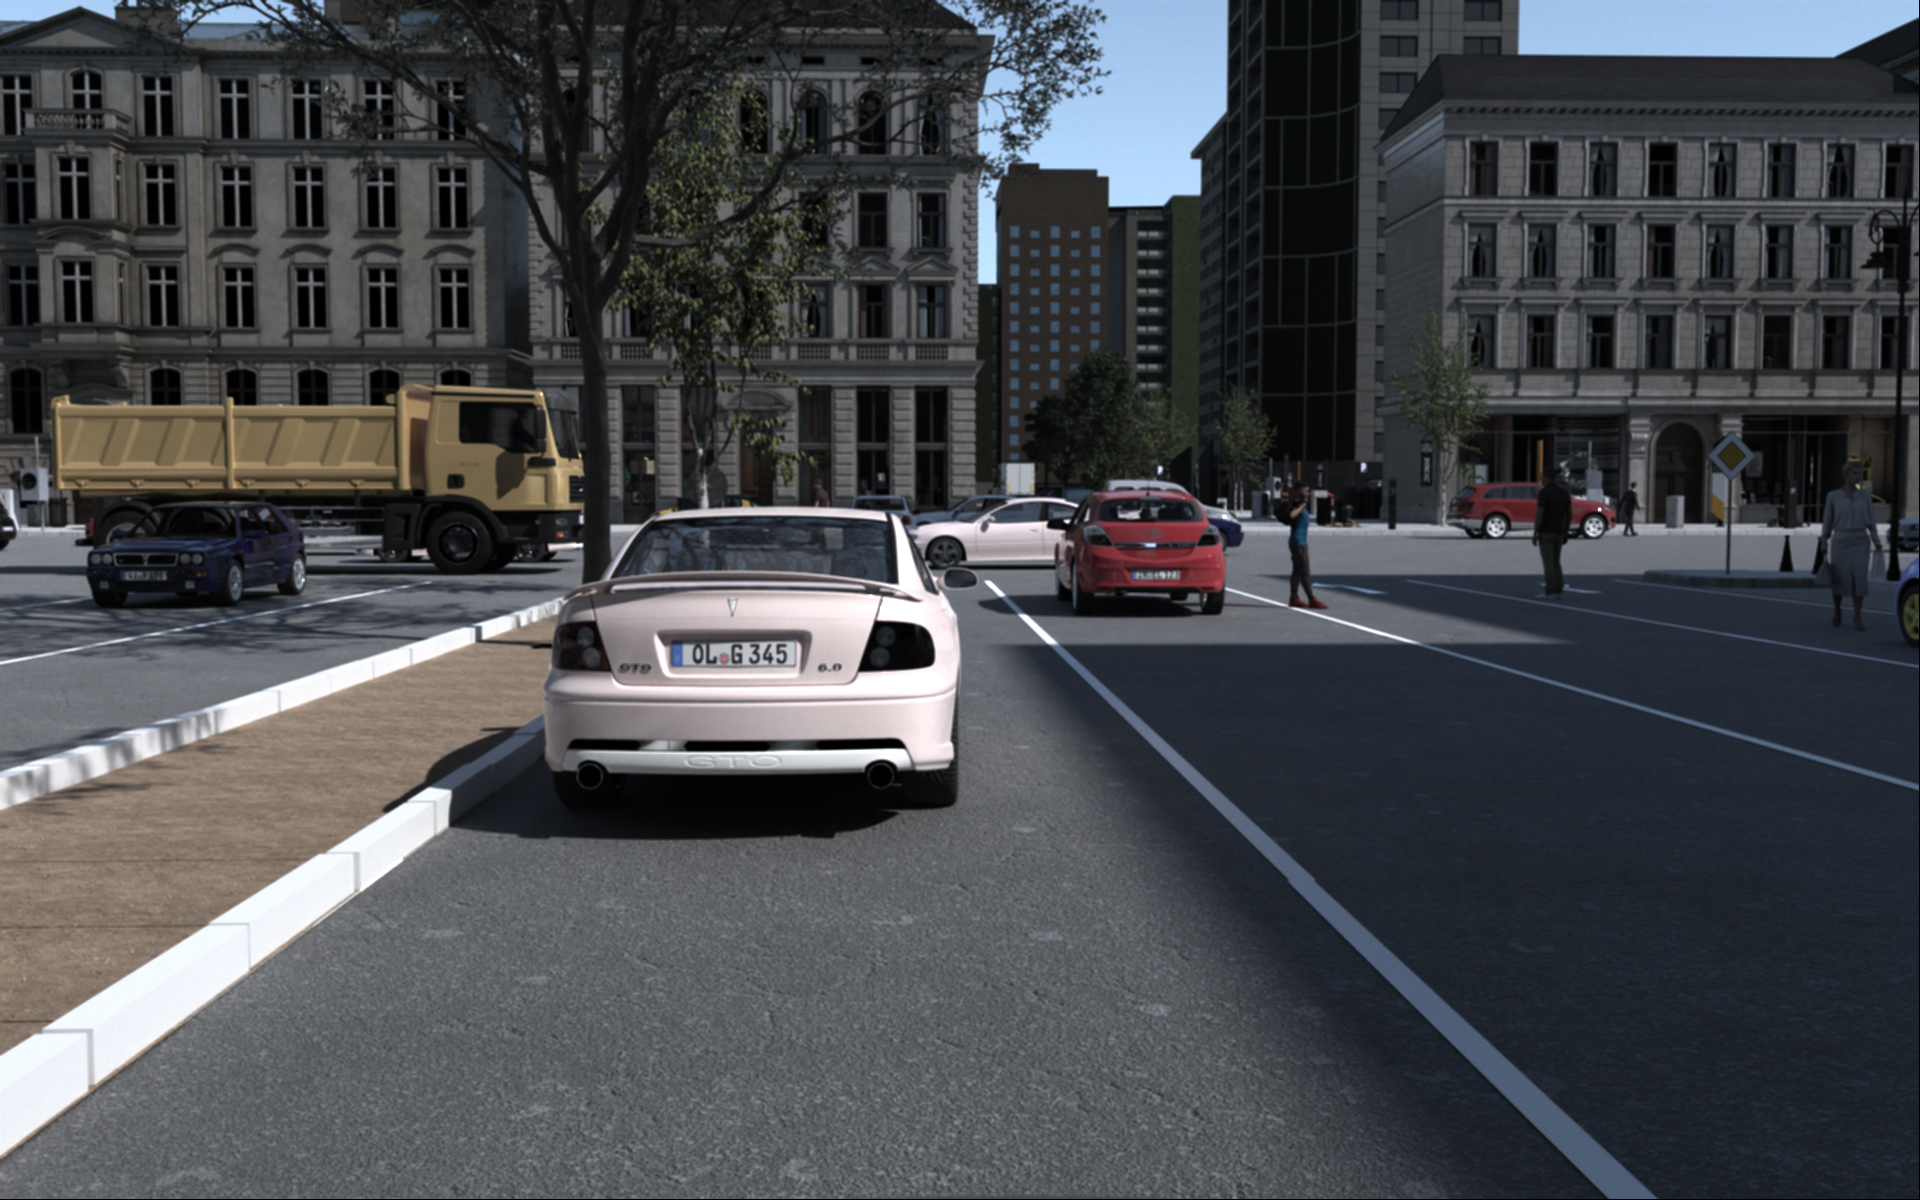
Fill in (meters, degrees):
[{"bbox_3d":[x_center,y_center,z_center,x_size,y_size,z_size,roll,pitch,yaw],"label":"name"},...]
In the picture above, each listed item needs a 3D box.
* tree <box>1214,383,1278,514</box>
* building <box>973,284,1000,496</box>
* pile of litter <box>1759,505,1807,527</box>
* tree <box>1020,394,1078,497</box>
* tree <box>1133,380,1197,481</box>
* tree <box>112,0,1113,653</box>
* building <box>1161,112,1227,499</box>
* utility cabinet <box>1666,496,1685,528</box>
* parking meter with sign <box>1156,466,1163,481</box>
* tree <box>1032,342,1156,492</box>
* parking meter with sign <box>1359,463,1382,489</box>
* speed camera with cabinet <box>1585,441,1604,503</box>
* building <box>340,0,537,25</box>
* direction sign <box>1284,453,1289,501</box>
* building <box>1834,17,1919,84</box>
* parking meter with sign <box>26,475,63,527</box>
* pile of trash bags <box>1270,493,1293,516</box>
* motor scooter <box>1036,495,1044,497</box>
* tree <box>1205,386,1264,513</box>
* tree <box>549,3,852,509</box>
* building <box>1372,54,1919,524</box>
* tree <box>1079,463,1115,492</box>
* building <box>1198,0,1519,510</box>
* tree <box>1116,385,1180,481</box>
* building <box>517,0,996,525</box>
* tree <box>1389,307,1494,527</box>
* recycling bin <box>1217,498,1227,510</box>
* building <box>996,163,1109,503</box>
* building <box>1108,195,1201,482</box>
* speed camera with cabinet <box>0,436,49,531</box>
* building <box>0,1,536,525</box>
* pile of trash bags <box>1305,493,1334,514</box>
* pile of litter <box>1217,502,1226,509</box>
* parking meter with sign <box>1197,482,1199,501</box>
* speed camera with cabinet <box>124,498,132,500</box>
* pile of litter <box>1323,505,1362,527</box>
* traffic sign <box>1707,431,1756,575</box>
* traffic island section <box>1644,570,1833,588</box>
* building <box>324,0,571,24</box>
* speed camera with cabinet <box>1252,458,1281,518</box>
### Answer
[{"bbox_3d":[18.500,-9.959,113.185,4.737,8.622,4.395,0,3,0],"label":"tree"},{"bbox_3d":[-1.782,-28.512,237.870,14.107,30.474,14.160,0,4,-2],"label":"building"},{"bbox_3d":[31.898,-3.259,67.244,1.719,0.858,1.176,2,4,35],"label":"pile of litter"},{"bbox_3d":[9.351,-16.205,187.009,6.751,12.117,7.091,0,3,0],"label":"tree"},{"bbox_3d":[12.906,-9.850,111.412,4.737,8.622,4.395,0,3,0],"label":"tree"},{"bbox_3d":[-3.308,-6.277,15.461,12.009,13.543,11.850,0,3,0],"label":"tree"},{"bbox_3d":[36.024,-28.902,164.426,32.217,40.220,23.993,0,4,-2],"label":"building"},{"bbox_3d":[26.906,-3.305,65.195,0.306,1.237,1.020,0,4,1],"label":"utility cabinet"},{"bbox_3d":[11.810,-6.833,107.987,0.543,3.016,1.738,-3,5,-43],"label":"parking meter with sign"},{"bbox_3d":[10.627,-13.080,130.873,9.611,12.733,9.660,0,3,0],"label":"tree"},{"bbox_3d":[22.837,-6.060,95.344,0.543,3.016,1.738,-3,5,-39],"label":"parking meter with sign"},{"bbox_3d":[23.509,-4.271,64.161,0.660,3.252,2.038,1,4,19],"label":"speed camera with cabinet"},{"bbox_3d":[-41.197,-30.152,143.104,14.600,45.320,14.200,0,4,-2],"label":"building"},{"bbox_3d":[18.266,-6.424,97.023,0.379,3.537,0.876,2,4,24],"label":"direction sign"},{"bbox_3d":[56.656,-15.154,81.054,30.059,22.955,16.112,0,4,-2],"label":"building"},{"bbox_3d":[-36.031,-4.405,68.283,0.543,3.016,1.738,1,4,11],"label":"parking meter with sign"},{"bbox_3d":[18.895,-5.615,101.558,1.912,1.369,3.447,0,4,4],"label":"pile of trash bags"},{"bbox_3d":[7.365,-8.954,159.168,0.815,1.314,1.986,0,4,-4],"label":"motor scooter"},{"bbox_3d":[18.780,-10.264,118.175,4.360,8.622,3.978,0,3,0],"label":"tree"},{"bbox_3d":[-3.576,-4.357,24.063,4.737,8.622,4.395,0,3,0],"label":"tree"},{"bbox_3d":[21.498,-13.855,77.436,40.483,20.767,10.553,0,4,-2],"label":"building"},{"bbox_3d":[11.221,-9.683,142.028,4.285,4.588,4.351,0,3,0],"label":"tree"},{"bbox_3d":[31.587,-42.957,140.597,20.563,71.187,20.611,0,4,-2],"label":"building"},{"bbox_3d":[12.617,-10.146,116.250,4.360,8.622,3.978,0,3,0],"label":"tree"},{"bbox_3d":[-8.710,-15.157,76.690,19.941,23.489,11.050,0,4,-2],"label":"building"},{"bbox_3d":[18.886,-7.167,67.536,4.737,8.622,4.395,0,3,0],"label":"tree"},{"bbox_3d":[16.120,-5.818,107.680,0.722,1.027,0.722,-1,4,-17],"label":"recycling bin"},{"bbox_3d":[12.379,-35.925,237.488,14.200,45.320,14.600,0,4,-2],"label":"building"},{"bbox_3d":[26.481,-33.968,238.974,14.086,41.232,14.154,0,4,-2],"label":"building"},{"bbox_3d":[-32.315,-3.970,59.247,2.038,3.252,0.660,0,4,5],"label":"speed camera with cabinet"},{"bbox_3d":[-36.199,-15.785,77.172,34.723,24.649,14.460,0,4,-2],"label":"building"},{"bbox_3d":[22.988,-6.236,111.711,3.447,1.369,1.912,-3,5,-43],"label":"pile of trash bags"},{"bbox_3d":[15.188,-5.355,101.521,1.176,0.858,1.719,-2,4,-34],"label":"pile of litter"},{"bbox_3d":[14.941,-6.738,106.435,1.738,3.016,0.543,-1,4,-11],"label":"parking meter with sign"},{"bbox_3d":[-33.100,-4.600,69.551,0.660,3.252,2.038,-2,4,-34],"label":"speed camera with cabinet"},{"bbox_3d":[15.021,-3.280,67.586,1.176,0.858,1.719,-3,5,-40],"label":"pile of litter"},{"bbox_3d":[12.240,-1.463,27.556,0.795,2.450,0.064,0,4,-2],"label":"traffic sign"},{"bbox_3d":[12.263,-0.327,27.634,2.009,0.180,2.903,0,4,-2],"label":"traffic island section"},{"bbox_3d":[-45.693,-44.282,162.258,20.611,71.187,20.563,0,4,-2],"label":"building"},{"bbox_3d":[16.496,-6.048,93.228,0.660,3.252,2.038,3,5,42],"label":"speed camera with cabinet"}]
